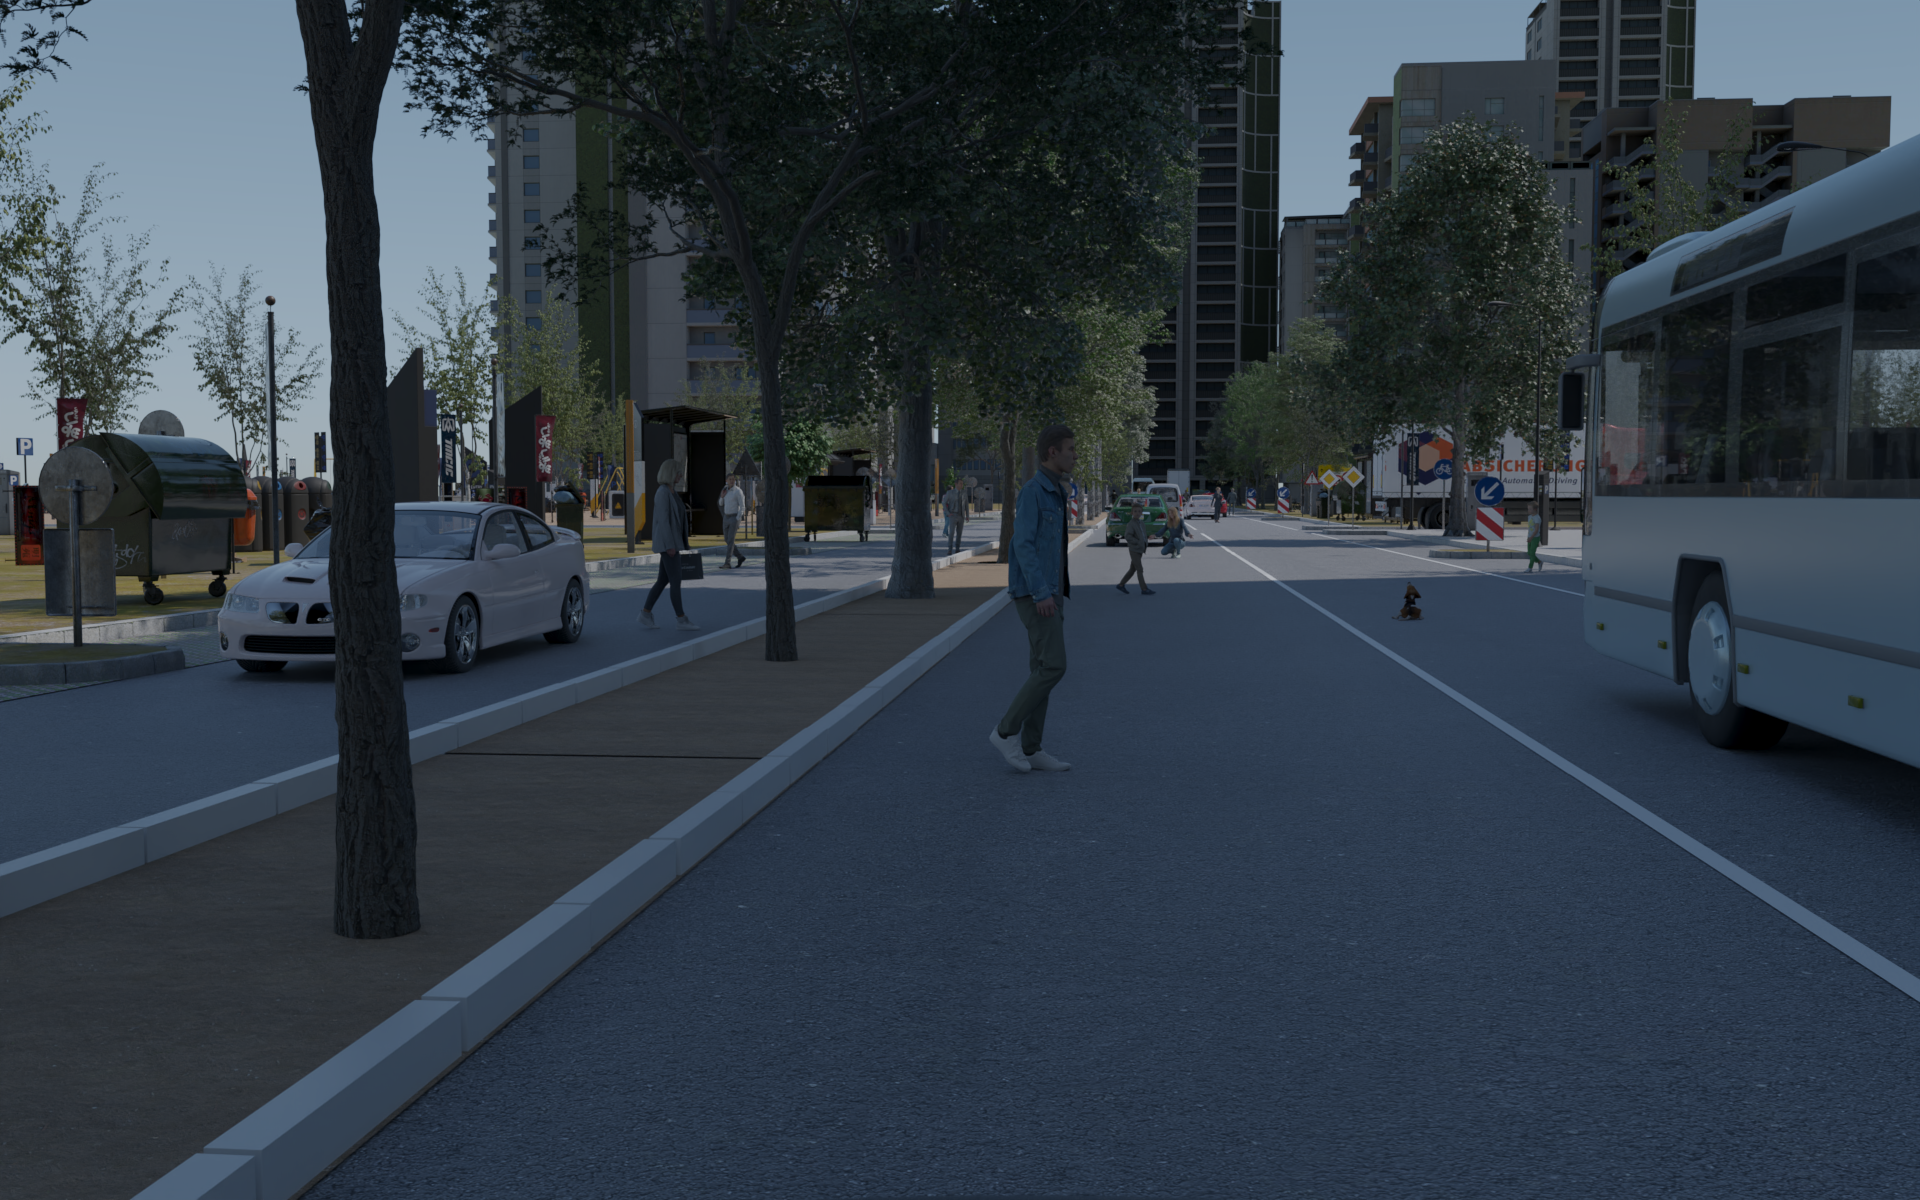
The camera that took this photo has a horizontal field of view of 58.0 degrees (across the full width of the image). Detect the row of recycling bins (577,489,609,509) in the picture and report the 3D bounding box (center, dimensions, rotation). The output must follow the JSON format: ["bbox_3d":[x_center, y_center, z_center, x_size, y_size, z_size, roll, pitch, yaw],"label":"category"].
[{"bbox_3d":[-31.787,-8.725,149.769,3.534,1.692,1.069,1,4,17],"label":"row of recycling bins"}]

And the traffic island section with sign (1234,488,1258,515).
[{"bbox_3d":[20.200,-6.875,121.028,1.989,1.847,2.006,0,4,6],"label":"traffic island section with sign"}]

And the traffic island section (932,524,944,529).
[{"bbox_3d":[-1.739,-3.009,71.471,2.009,0.180,2.903,0,4,6],"label":"traffic island section"}]

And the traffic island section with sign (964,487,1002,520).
[{"bbox_3d":[1.123,-5.338,95.911,1.989,1.847,2.006,0,4,6],"label":"traffic island section with sign"}]

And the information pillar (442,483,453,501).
[{"bbox_3d":[-15.365,-2.903,51.949,0.304,2.012,0.304,-1,4,-21],"label":"information pillar"}]

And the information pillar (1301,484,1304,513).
[{"bbox_3d":[23.276,-6.892,117.177,0.304,2.012,0.304,3,5,42],"label":"information pillar"}]

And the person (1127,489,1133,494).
[{"bbox_3d":[12.903,-7.452,130.439,0.767,1.812,0.694,-3,4,-38],"label":"person"}]

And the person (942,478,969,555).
[{"bbox_3d":[-0.082,-1.992,41.173,0.635,1.810,0.391,-2,4,-31],"label":"person"}]

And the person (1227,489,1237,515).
[{"bbox_3d":[18.190,-6.556,115.863,0.661,1.801,0.590,0,4,0],"label":"person"}]

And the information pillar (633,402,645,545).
[{"bbox_3d":[-8.146,-3.217,43.949,0.183,3.616,0.504,-2,4,-35],"label":"information pillar"}]

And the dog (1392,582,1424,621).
[{"bbox_3d":[5.113,0.015,19.947,0.748,0.427,0.550,-3,4,-37],"label":"dog"}]

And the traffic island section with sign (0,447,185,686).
[{"bbox_3d":[-7.390,-0.317,13.803,1.989,1.847,2.006,0,4,6],"label":"traffic island section with sign"}]

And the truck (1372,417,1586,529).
[{"bbox_3d":[21.250,-4.627,64.568,11.283,4.237,2.839,0,4,5],"label":"truck"}]

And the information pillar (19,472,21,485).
[{"bbox_3d":[-31.800,-3.293,58.328,0.304,2.012,0.304,-1,4,-23],"label":"information pillar"}]

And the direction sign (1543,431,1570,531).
[{"bbox_3d":[20.961,-4.215,60.913,0.876,3.537,0.379,1,4,17],"label":"direction sign"}]

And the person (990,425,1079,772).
[{"bbox_3d":[0.388,-0.004,8.914,0.444,1.785,0.601,1,4,22],"label":"person"}]

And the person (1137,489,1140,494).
[{"bbox_3d":[10.436,-5.545,99.838,0.731,1.740,0.598,0,4,-6],"label":"person"}]

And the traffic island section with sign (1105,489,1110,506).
[{"bbox_3d":[12.255,-8.384,145.219,2.006,1.907,1.989,0,4,6],"label":"traffic island section with sign"}]

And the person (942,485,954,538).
[{"bbox_3d":[-0.410,-2.912,56.952,0.643,1.720,0.563,-2,4,-33],"label":"person"}]

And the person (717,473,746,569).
[{"bbox_3d":[-4.407,-1.511,33.310,0.679,1.850,0.850,2,4,34],"label":"person"}]

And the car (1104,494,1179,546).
[{"bbox_3d":[5.112,-2.274,48.976,2.131,1.459,4.920,0,4,8],"label":"car"}]

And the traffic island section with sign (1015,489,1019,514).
[{"bbox_3d":[3.914,-6.978,122.721,1.989,1.847,2.006,0,4,6],"label":"traffic island section with sign"}]

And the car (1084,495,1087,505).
[{"bbox_3d":[14.452,-11.500,200.393,2.083,1.381,4.827,0,4,5],"label":"car"}]

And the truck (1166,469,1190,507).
[{"bbox_3d":[24.868,-12.747,197.328,2.839,4.237,11.283,0,4,7],"label":"truck"}]

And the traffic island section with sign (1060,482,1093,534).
[{"bbox_3d":[3.732,-3.362,63.113,2.006,1.907,1.989,0,4,6],"label":"traffic island section with sign"}]

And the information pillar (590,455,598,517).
[{"bbox_3d":[-20.370,-6.420,96.327,0.504,3.616,0.183,2,4,34],"label":"information pillar"}]

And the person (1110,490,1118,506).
[{"bbox_3d":[14.780,-9.693,166.607,1.348,1.869,0.705,-2,4,-34],"label":"person"}]

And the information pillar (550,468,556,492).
[{"bbox_3d":[-32.684,-9.031,139.015,0.504,3.616,0.183,0,3,0],"label":"information pillar"}]

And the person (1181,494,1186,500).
[{"bbox_3d":[19.052,-8.406,149.158,0.991,1.433,0.599,0,4,-5],"label":"person"}]

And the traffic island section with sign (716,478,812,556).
[{"bbox_3d":[-4.580,-1.979,40.980,1.989,1.847,2.006,0,4,6],"label":"traffic island section with sign"}]

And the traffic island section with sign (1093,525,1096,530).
[{"bbox_3d":[4.506,-3.813,70.480,2.006,1.907,1.989,0,4,6],"label":"traffic island section with sign"}]

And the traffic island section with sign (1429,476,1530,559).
[{"bbox_3d":[11.702,-1.866,39.145,1.989,1.847,2.006,0,4,6],"label":"traffic island section with sign"}]

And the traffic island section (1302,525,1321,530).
[{"bbox_3d":[14.863,-2.903,69.749,2.009,0.180,2.903,0,4,6],"label":"traffic island section"}]

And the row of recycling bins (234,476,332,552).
[{"bbox_3d":[-15.646,-1.990,39.650,1.069,1.692,3.534,1,4,13],"label":"row of recycling bins"}]

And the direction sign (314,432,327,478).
[{"bbox_3d":[-23.320,-4.356,63.216,0.876,3.537,0.379,3,5,44],"label":"direction sign"}]

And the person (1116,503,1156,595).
[{"bbox_3d":[2.520,-0.730,24.703,0.640,1.303,0.475,2,4,25],"label":"person"}]

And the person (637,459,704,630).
[{"bbox_3d":[-3.074,-0.593,18.372,0.728,1.800,0.709,0,4,8],"label":"person"}]

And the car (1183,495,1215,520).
[{"bbox_3d":[13.712,-5.261,98.382,2.083,1.381,4.827,0,4,4],"label":"car"}]

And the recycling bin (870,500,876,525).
[{"bbox_3d":[-3.888,-3.615,71.663,0.722,1.027,0.722,0,4,6],"label":"recycling bin"}]

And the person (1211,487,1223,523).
[{"bbox_3d":[12.807,-4.739,86.399,0.534,1.772,0.576,3,5,42],"label":"person"}]

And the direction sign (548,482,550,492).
[{"bbox_3d":[-35.247,-9.588,148.760,0.379,3.537,0.876,-2,4,-29],"label":"direction sign"}]

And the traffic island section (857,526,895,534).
[{"bbox_3d":[-2.563,-2.523,63.529,2.009,0.180,2.903,0,4,6],"label":"traffic island section"}]

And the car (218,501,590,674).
[{"bbox_3d":[-4.734,-0.186,15.401,2.083,1.381,4.827,0,4,5],"label":"car"}]

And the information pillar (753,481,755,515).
[{"bbox_3d":[-12.941,-7.176,108.679,0.183,3.616,0.504,-1,4,-12],"label":"information pillar"}]

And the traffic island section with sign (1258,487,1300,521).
[{"bbox_3d":[17.412,-5.235,94.217,1.989,1.847,2.006,0,4,6],"label":"traffic island section with sign"}]

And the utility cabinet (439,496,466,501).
[{"bbox_3d":[-18.741,-3.226,63.901,1.020,1.237,0.306,-3,5,-43],"label":"utility cabinet"}]

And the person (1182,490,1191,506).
[{"bbox_3d":[21.227,-9.433,162.732,1.348,1.823,0.705,1,4,11],"label":"person"}]

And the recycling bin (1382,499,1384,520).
[{"bbox_3d":[21.071,-4.395,84.406,0.722,1.027,0.722,-2,4,-27],"label":"recycling bin"}]

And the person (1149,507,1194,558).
[{"bbox_3d":[4.834,-1.514,38.745,1.012,1.151,0.738,3,4,36],"label":"person"}]

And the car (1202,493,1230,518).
[{"bbox_3d":[15.639,-6.016,107.405,2.155,1.783,4.494,0,4,7],"label":"car"}]

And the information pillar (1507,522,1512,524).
[{"bbox_3d":[23.908,-4.307,74.904,0.304,2.012,0.304,-1,4,-15],"label":"information pillar"}]

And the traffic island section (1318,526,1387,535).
[{"bbox_3d":[14.039,-2.418,61.807,2.009,0.180,2.903,0,4,6],"label":"traffic island section"}]

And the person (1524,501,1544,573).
[{"bbox_3d":[10.526,-1.160,31.718,0.590,1.304,0.306,-2,4,-35],"label":"person"}]

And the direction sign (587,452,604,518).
[{"bbox_3d":[-19.523,-6.160,92.718,0.876,3.537,0.379,0,4,-5],"label":"direction sign"}]

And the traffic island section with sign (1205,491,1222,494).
[{"bbox_3d":[25.428,-9.958,171.443,1.989,1.847,2.006,0,4,6],"label":"traffic island section with sign"}]
